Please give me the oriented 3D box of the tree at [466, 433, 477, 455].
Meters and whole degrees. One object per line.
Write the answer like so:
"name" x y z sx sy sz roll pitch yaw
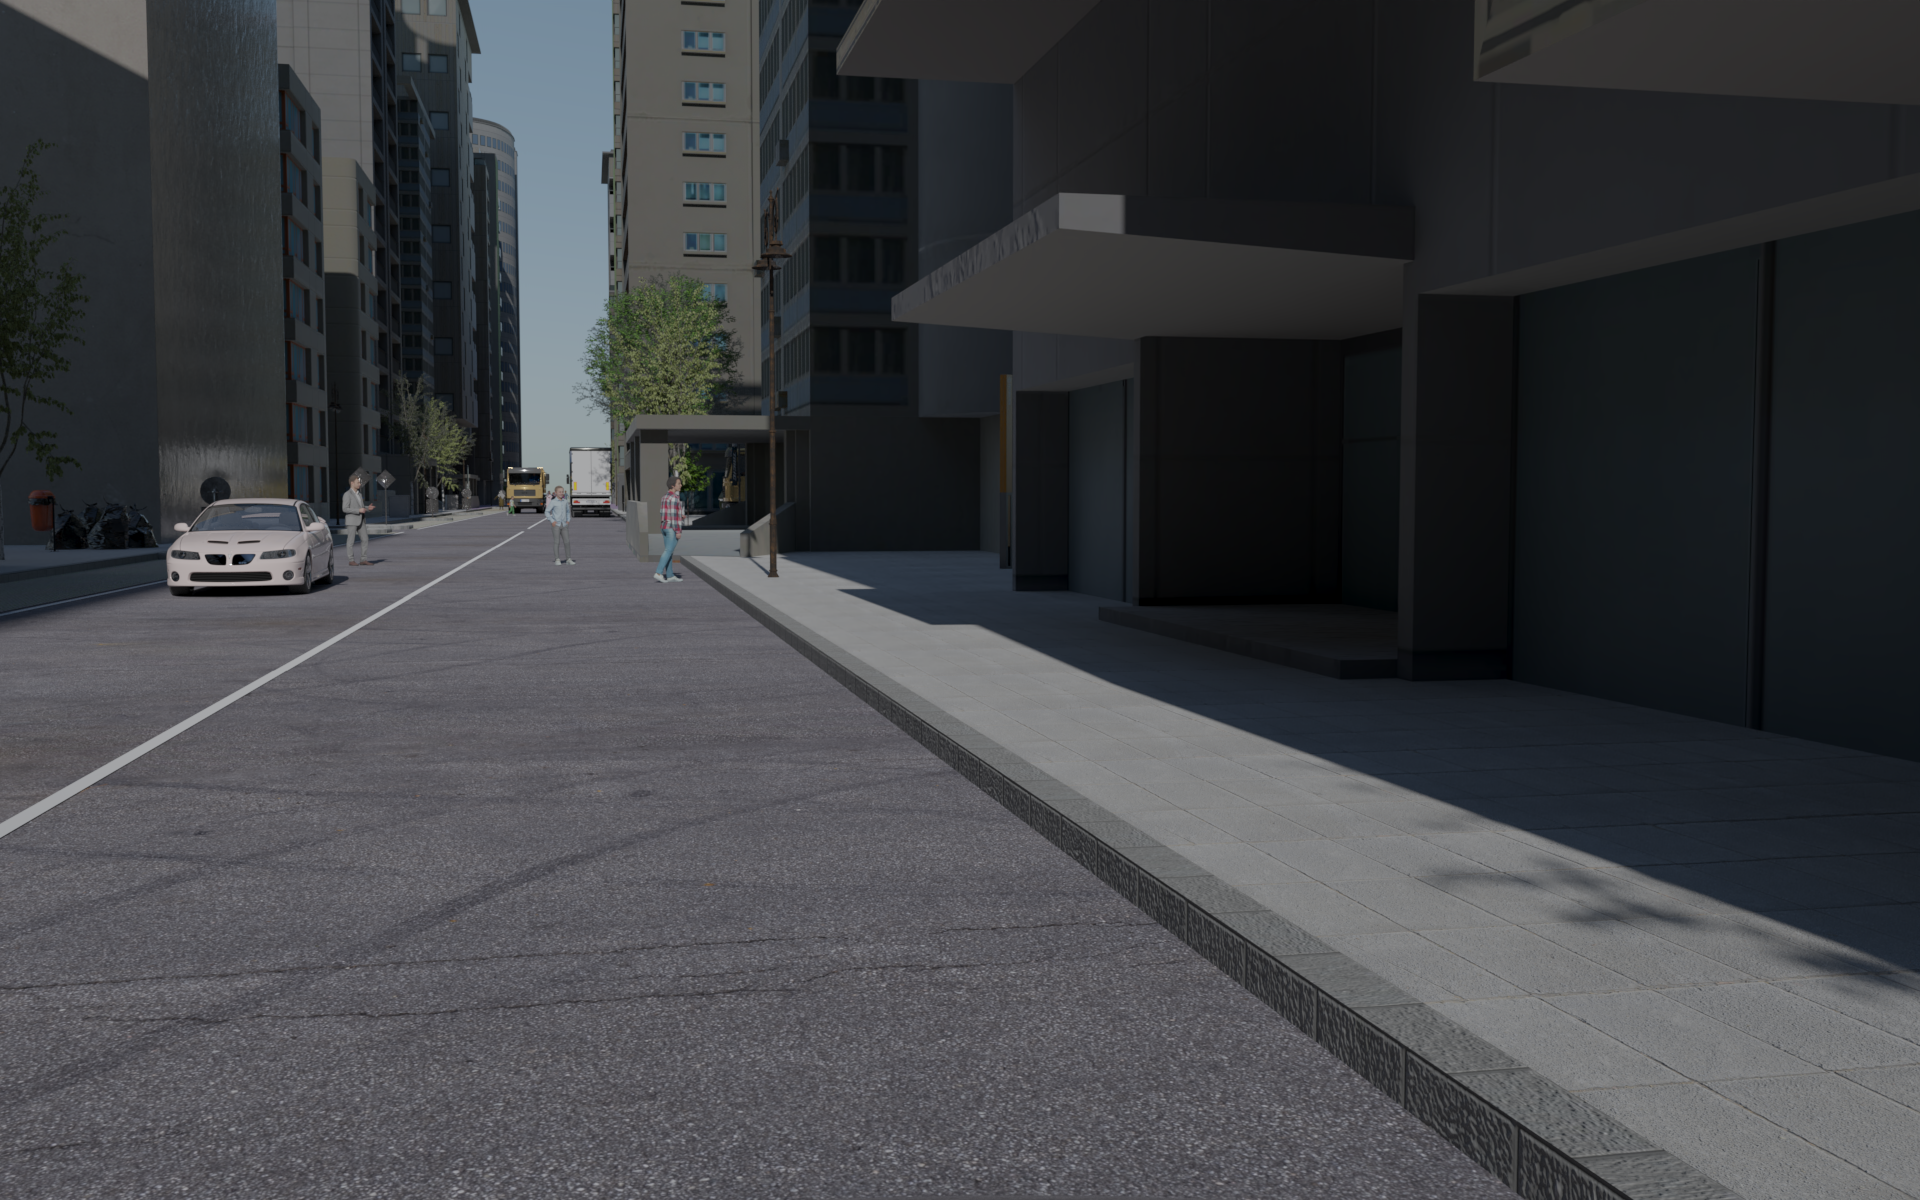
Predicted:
"tree" -40.183 -11.297 135.061 4.360 8.622 3.978 0 3 0

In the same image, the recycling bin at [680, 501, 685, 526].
"recycling bin" -10.175 -2.970 61.113 0.722 1.027 0.722 -2 4 -31

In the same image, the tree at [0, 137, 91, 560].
"tree" -18.618 -5.068 33.223 4.737 8.622 4.395 0 3 0

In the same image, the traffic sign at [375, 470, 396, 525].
"traffic sign" -23.595 -4.131 71.178 0.795 2.450 0.064 -1 4 -12

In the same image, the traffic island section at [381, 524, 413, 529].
"traffic island section" -23.617 -2.994 71.235 2.009 0.180 2.903 -1 4 -12

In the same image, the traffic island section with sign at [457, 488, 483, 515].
"traffic island section with sign" -33.998 -6.786 119.571 1.989 1.847 2.006 -1 4 -12

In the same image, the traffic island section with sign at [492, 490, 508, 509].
"traffic island section with sign" -44.532 -9.791 168.713 1.989 1.847 2.006 -1 4 -12

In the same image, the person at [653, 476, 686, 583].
"person" -4.736 -1.153 28.189 0.643 1.720 0.563 -2 4 -27

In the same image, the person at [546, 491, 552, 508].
"person" -37.105 -9.008 156.443 0.621 1.740 0.551 1 4 18

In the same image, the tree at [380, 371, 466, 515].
"tree" -32.628 -9.379 103.711 4.360 8.622 3.978 0 3 0

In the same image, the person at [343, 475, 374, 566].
"person" -12.000 -1.584 34.594 0.583 1.804 0.606 1 4 11

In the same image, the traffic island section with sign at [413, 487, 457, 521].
"traffic island section with sign" -28.311 -5.165 93.070 1.989 1.847 2.006 -1 4 -12

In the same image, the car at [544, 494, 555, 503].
"car" -39.056 -9.422 163.829 2.009 1.686 4.222 -1 4 -12

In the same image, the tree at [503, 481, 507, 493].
"tree" -58.043 -13.741 219.269 1.663 3.219 1.824 0 3 0

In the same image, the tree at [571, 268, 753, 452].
"tree" -16.182 -11.254 94.374 12.009 13.543 11.850 0 3 0

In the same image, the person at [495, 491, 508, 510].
"person" -41.404 -8.999 156.369 1.217 1.736 0.721 -1 4 -9

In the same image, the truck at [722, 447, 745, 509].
"truck" -5.707 -4.618 71.425 9.791 3.379 3.469 -1 4 -11

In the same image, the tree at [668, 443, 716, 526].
"tree" -9.894 -4.175 62.861 1.663 3.219 1.824 0 3 0

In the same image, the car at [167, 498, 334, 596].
"car" -10.579 -0.837 26.049 2.083 1.381 4.827 -1 4 -14

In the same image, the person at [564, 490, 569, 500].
"person" -42.737 -10.958 187.643 1.348 1.826 0.705 3 4 38

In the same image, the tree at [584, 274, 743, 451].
"tree" -13.814 -9.485 80.843 9.928 11.665 9.643 0 3 0

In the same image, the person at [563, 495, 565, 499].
"person" -40.688 -10.177 178.115 0.599 1.433 0.991 -3 4 -39

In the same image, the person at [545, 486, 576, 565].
"person" -8.060 -1.503 34.891 0.589 1.601 0.330 -2 4 -34

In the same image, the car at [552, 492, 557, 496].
"car" -69.031 -17.612 296.622 2.281 1.827 5.304 -1 4 -13

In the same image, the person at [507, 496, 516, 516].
"person" -29.560 -6.198 114.088 0.590 1.304 0.306 0 4 -2

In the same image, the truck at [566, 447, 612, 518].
"truck" -23.327 -7.352 109.121 2.839 4.237 11.283 -1 4 -13

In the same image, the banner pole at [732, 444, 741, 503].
"banner pole" -8.197 -4.498 63.557 0.401 3.779 0.863 1 4 18

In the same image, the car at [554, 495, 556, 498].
"car" -44.752 -10.781 188.844 1.945 1.354 3.894 -1 4 -11

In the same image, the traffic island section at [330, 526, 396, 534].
"traffic island section" -21.943 -2.517 63.427 2.009 0.180 2.903 -1 4 -12

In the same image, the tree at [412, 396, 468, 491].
"tree" -39.139 -10.948 129.366 4.737 8.622 4.395 0 3 0

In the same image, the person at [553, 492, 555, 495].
"person" -63.182 -15.876 268.792 1.217 1.743 0.721 2 4 27

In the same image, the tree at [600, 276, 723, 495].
"tree" -9.657 -6.564 57.689 4.737 8.622 4.395 0 3 0

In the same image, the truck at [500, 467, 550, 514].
"truck" -31.978 -8.068 127.833 3.469 3.379 9.791 -1 4 -12

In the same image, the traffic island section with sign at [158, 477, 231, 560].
"traffic island section with sign" -16.669 -1.839 38.700 1.989 1.847 2.006 -1 4 -12
